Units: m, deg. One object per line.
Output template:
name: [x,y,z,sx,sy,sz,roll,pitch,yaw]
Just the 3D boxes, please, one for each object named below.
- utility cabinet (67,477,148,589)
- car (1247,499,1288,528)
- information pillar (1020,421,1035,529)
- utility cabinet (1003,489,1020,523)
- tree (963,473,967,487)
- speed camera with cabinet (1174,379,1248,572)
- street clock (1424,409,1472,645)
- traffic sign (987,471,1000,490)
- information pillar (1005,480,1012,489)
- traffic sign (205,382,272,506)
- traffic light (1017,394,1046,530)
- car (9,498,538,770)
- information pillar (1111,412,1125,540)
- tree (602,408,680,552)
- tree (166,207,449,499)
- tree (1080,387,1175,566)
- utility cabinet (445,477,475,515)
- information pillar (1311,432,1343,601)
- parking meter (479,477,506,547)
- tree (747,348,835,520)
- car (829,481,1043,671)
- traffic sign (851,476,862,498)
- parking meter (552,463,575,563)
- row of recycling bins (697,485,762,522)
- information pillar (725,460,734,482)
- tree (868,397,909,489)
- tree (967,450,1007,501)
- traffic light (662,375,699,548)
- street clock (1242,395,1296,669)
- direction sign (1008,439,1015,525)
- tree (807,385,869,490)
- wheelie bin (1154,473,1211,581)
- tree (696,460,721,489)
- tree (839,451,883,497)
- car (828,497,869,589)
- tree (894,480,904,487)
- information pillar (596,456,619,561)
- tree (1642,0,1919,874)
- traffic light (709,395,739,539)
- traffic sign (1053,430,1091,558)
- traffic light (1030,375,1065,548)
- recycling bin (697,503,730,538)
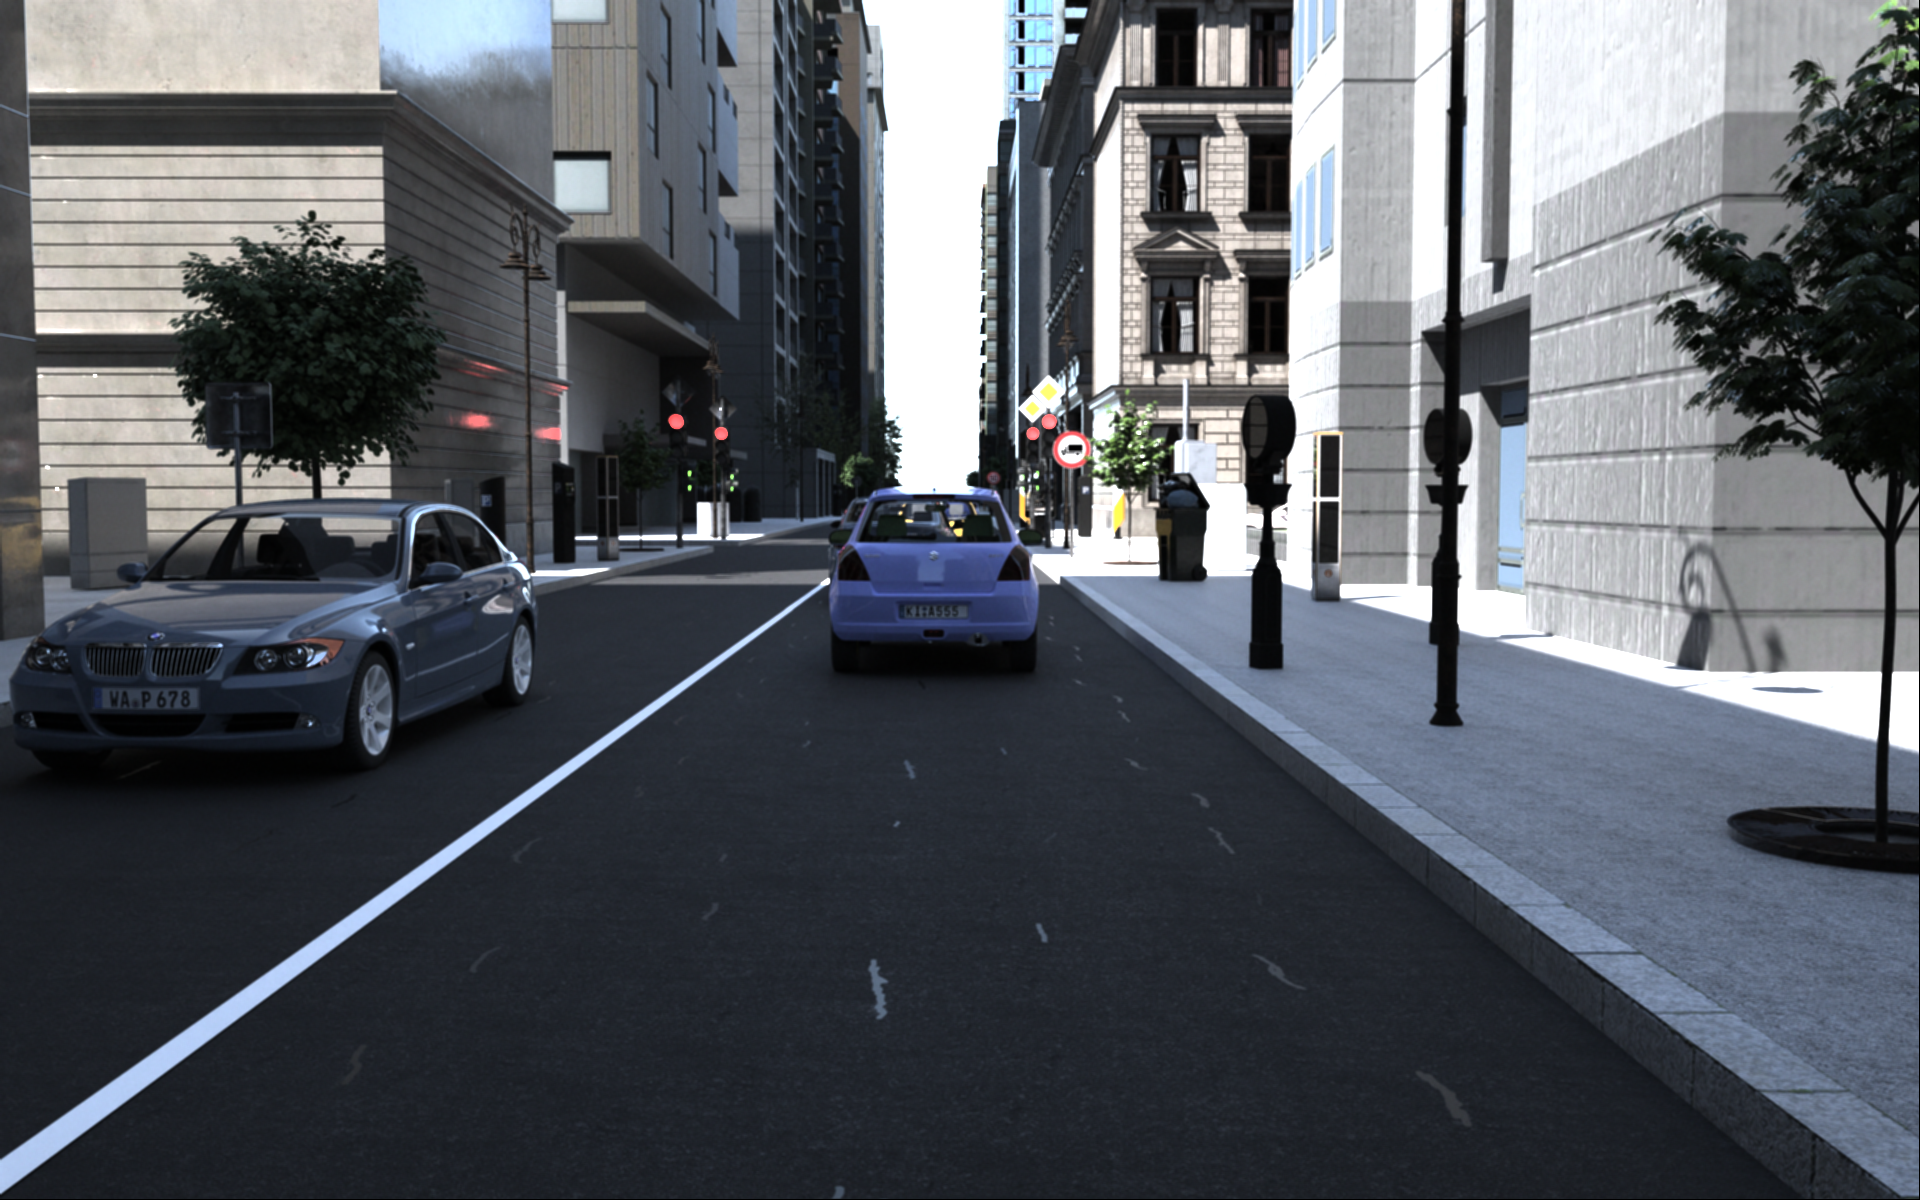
utility cabinet: [-11.597,-0.912,23.585,0.318,1.500,1.173,1,4,12]
car: [8.761,-1.983,44.780,4.827,1.381,2.083,0,3,0]
information pillar: [2.151,-3.892,54.986,0.504,3.616,0.183,-1,4,-9]
utility cabinet: [2.533,-4.177,76.979,1.173,1.500,0.318,1,4,20]
tree: [1.836,-13.694,207.608,4.285,4.588,4.351,0,3,0]
speed camera with cabinet: [4.236,-2.140,29.326,0.660,3.252,2.038,-1,4,-13]
street clock: [4.131,-0.621,14.720,0.358,2.002,0.471,-1,4,-9]
traffic sign: [1.867,-5.881,96.267,0.768,2.556,0.104,0,4,5]
information pillar: [2.482,-5.114,88.101,0.304,2.012,0.304,-1,4,-8]
traffic sign: [-6.608,-0.841,15.888,0.606,2.300,0.079,0,4,2]
traffic light: [2.030,-3.677,49.034,0.839,4.253,0.868,0,4,0]
car: [-3.862,0.090,10.525,2.014,1.417,4.499,0,4,1]
information pillar: [4.472,-3.502,48.612,0.183,3.616,0.504,-2,4,-27]
tree: [-7.160,-2.711,38.930,1.663,3.219,1.824,0,3,0]
tree: [-7.492,-2.216,19.938,4.285,4.588,4.351,0,3,0]
tree: [3.063,-2.262,31.586,1.663,3.219,1.824,0,3,0]
utility cabinet: [-6.651,-0.876,22.996,0.318,1.500,1.173,-1,4,-20]
information pillar: [4.403,-0.997,20.787,0.304,2.012,0.304,0,4,1]
parking meter: [-6.770,-1.020,25.082,0.372,1.533,0.369,0,3,0]
tree: [-8.339,-8.304,86.139,4.360,8.622,3.978,0,3,0]
car: [-0.217,-0.350,15.322,1.945,1.707,3.694,0,4,-1]
traffic sign: [-7.235,-7.417,121.379,0.768,2.556,0.104,0,4,5]
parking meter: [-7.368,-1.622,32.233,0.399,1.863,0.255,3,4,38]
row of recycling bins: [-10.781,-4.403,79.106,3.534,1.692,1.069,-2,4,-24]
information pillar: [-10.792,-5.463,80.678,0.504,3.616,0.183,1,4,13]
tree: [-9.486,-17.303,201.025,7.486,12.596,7.792,0,3,0]
tree: [3.173,-8.851,128.426,4.285,4.588,4.351,0,3,0]
traffic light: [-6.635,-3.184,40.982,0.839,4.253,0.868,0,4,0]
street clock: [2.259,-0.499,12.723,0.358,2.002,0.471,-1,4,-14]
direction sign: [2.084,-4.883,71.838,0.379,3.537,0.876,0,4,-7]
tree: [-8.480,-10.253,118.001,4.737,8.622,4.395,0,3,0]
wheelie bin: [3.273,-1.083,25.614,0.693,1.594,0.980,-1,4,-19]
tree: [-12.721,-6.204,85.152,4.285,4.588,4.351,0,3,0]
tree: [-7.539,-9.027,131.299,4.285,4.588,4.351,0,3,0]
car: [-0.908,-0.796,25.019,2.014,1.417,4.499,0,4,1]
tree: [-8.256,-15.457,247.318,1.663,3.219,1.824,0,3,0]
information pillar: [-6.780,-1.764,33.336,0.304,2.012,0.304,2,4,35]
tree: [3.285,-0.718,6.344,1.663,3.219,1.824,0,3,0]
traffic light: [-6.681,-3.673,48.967,0.839,4.253,0.868,0,4,0]
traffic sign: [2.238,-2.111,34.626,0.768,2.556,0.104,1,4,9]
traffic light: [2.076,-3.188,41.049,0.839,4.253,0.868,0,4,0]
recycling bin: [-7.340,-2.386,51.563,0.722,1.027,0.722,-3,4,-37]
